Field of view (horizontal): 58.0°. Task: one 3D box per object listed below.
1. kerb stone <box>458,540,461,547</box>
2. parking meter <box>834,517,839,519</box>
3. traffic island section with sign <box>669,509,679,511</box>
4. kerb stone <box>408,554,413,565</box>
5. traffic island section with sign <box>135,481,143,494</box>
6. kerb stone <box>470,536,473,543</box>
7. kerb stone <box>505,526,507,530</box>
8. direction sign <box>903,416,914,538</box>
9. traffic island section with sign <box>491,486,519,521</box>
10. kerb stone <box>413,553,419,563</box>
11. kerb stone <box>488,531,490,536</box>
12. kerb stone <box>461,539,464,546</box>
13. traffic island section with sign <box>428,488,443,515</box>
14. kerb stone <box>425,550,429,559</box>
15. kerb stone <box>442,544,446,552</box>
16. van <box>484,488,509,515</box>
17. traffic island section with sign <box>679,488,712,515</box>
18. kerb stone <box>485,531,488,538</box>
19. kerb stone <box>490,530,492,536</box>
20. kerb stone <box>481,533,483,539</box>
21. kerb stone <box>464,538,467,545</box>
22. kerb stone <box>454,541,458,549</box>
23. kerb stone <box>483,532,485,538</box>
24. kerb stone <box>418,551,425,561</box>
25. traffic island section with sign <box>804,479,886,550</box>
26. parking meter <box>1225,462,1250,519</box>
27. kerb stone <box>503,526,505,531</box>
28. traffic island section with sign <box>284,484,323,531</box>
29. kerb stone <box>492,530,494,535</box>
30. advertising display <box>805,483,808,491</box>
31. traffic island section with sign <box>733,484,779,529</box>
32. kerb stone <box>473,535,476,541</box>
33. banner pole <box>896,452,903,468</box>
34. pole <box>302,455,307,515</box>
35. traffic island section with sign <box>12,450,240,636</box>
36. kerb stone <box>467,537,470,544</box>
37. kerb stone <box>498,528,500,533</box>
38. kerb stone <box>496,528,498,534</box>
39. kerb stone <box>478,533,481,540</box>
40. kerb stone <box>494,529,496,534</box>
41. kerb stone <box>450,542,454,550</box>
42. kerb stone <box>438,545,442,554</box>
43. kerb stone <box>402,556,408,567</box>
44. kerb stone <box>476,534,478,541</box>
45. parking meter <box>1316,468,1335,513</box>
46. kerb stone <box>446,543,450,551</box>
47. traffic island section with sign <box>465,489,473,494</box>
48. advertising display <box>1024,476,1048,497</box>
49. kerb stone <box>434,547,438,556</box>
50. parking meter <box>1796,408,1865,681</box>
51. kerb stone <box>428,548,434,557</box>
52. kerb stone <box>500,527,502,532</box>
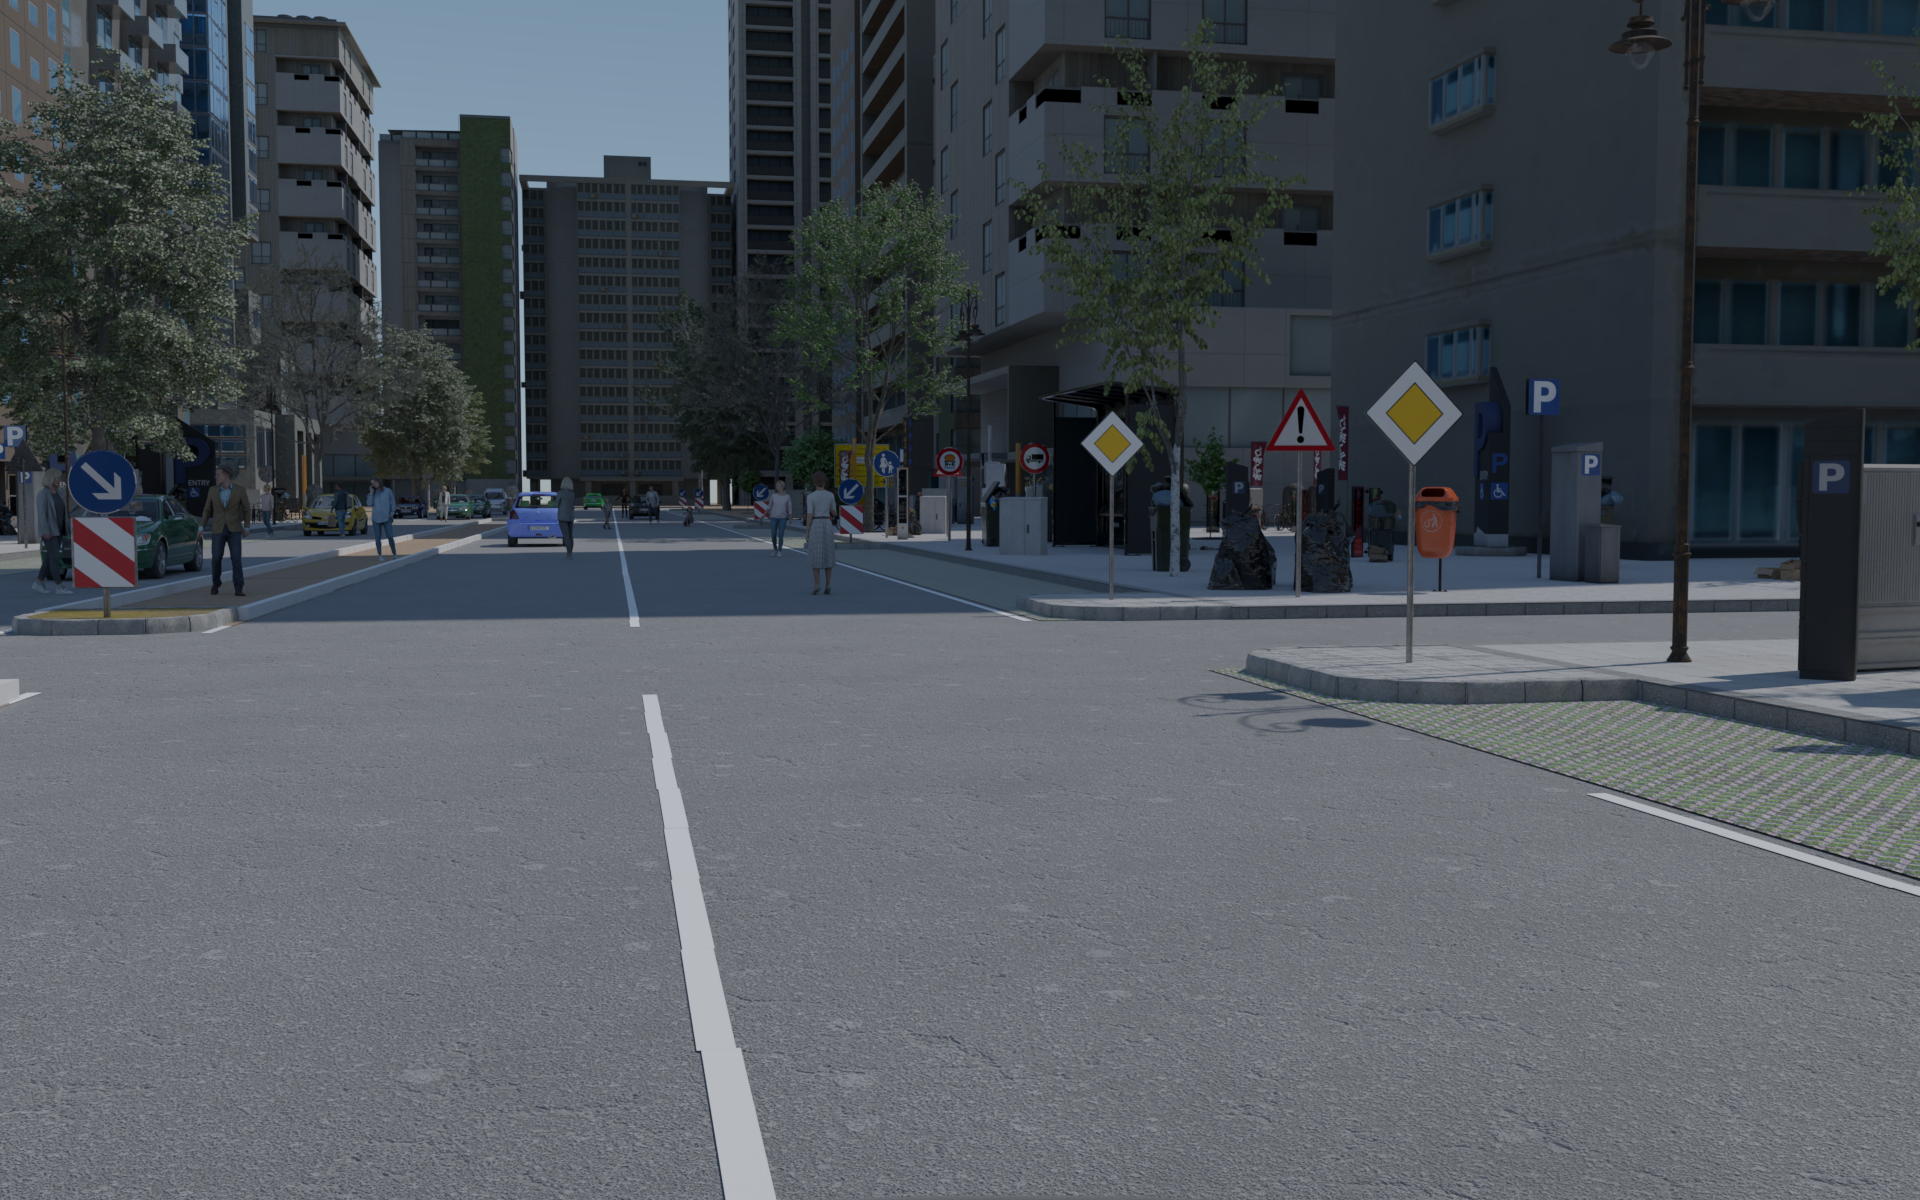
[{"bbox_3d":[-13.495,-1.468,46.208,0.120,0.150,1.000,-1,4,-11],"label":"kerb stone"},{"bbox_3d":[-6.191,-4.840,87.550,0.372,1.533,0.369,0,3,0],"label":"parking meter"},{"bbox_3d":[-23.920,-8.554,148.491,1.989,1.847,2.006,-1,4,-11],"label":"traffic island section with sign"},{"bbox_3d":[-11.265,-0.790,35.154,0.120,0.150,1.000,-1,4,-11],"label":"kerb stone"},{"bbox_3d":[-20.105,-2.023,41.698,1.989,1.847,2.006,-1,4,-11],"label":"traffic island section with sign"},{"bbox_3d":[-14.300,-1.715,50.235,0.120,0.150,1.000,-1,4,-11],"label":"kerb stone"},{"bbox_3d":[-17.551,-2.700,66.338,0.120,0.150,1.000,-1,4,-11],"label":"kerb stone"},{"bbox_3d":[-1.524,-3.587,50.643,0.379,3.537,0.876,-1,4,-18],"label":"direction sign"},{"bbox_3d":[-23.852,-5.138,92.146,2.006,1.907,1.989,-1,4,-11],"label":"traffic island section with sign"},{"bbox_3d":[-11.456,-0.854,36.159,0.120,0.150,1.000,-1,4,-11],"label":"kerb stone"},{"bbox_3d":[-15.724,-2.146,57.289,0.120,0.150,1.000,-1,4,-11],"label":"kerb stone"},{"bbox_3d":[-13.688,-1.530,47.215,0.120,0.150,1.000,-1,4,-11],"label":"kerb stone"},{"bbox_3d":[-35.522,-6.689,117.987,1.989,1.847,2.006,-1,4,-11],"label":"traffic island section with sign"},{"bbox_3d":[-11.867,-0.977,38.162,0.120,0.150,1.000,-1,4,-11],"label":"kerb stone"},{"bbox_3d":[-12.679,-1.222,42.170,0.120,0.150,1.000,-1,4,-11],"label":"kerb stone"},{"bbox_3d":[-32.105,-6.875,119.425,2.013,2.044,4.112,-1,4,-13],"label":"van"},{"bbox_3d":[-18.449,-6.900,121.450,1.989,1.847,2.006,-1,4,-11],"label":"traffic island section with sign"},{"bbox_3d":[-15.526,-2.084,56.269,0.120,0.150,1.000,-1,4,-11],"label":"kerb stone"},{"bbox_3d":[-15.930,-2.208,58.293,0.120,0.150,1.000,-1,4,-11],"label":"kerb stone"},{"bbox_3d":[-15.114,-1.961,54.260,0.120,0.150,1.000,-1,4,-11],"label":"kerb stone"},{"bbox_3d":[-13.894,-1.588,48.217,0.120,0.150,1.000,-1,4,-11],"label":"kerb stone"},{"bbox_3d":[-13.287,-1.402,45.208,0.120,0.150,1.000,-1,4,-11],"label":"kerb stone"},{"bbox_3d":[-15.325,-2.019,55.261,0.120,0.150,1.000,-1,4,-11],"label":"kerb stone"},{"bbox_3d":[-11.659,-0.915,37.161,0.120,0.150,1.000,-1,4,-11],"label":"kerb stone"},{"bbox_3d":[-3.057,-2.242,45.280,1.989,1.847,2.006,-1,4,-11],"label":"traffic island section with sign"},{"bbox_3d":[5.005,-1.561,31.234,0.399,1.863,0.255,0,4,-5],"label":"parking meter"},{"bbox_3d":[-17.353,-2.639,65.335,0.120,0.150,1.000,-1,4,-11],"label":"kerb stone"},{"bbox_3d":[-25.505,-3.656,68.403,1.989,1.847,2.006,-1,4,-11],"label":"traffic island section with sign"},{"bbox_3d":[-16.139,-2.269,59.296,0.120,0.150,1.000,-1,4,-11],"label":"kerb stone"},{"bbox_3d":[-8.305,-5.477,94.755,0.123,1.923,0.974,-1,4,-20],"label":"advertising display"},{"bbox_3d":[-8.396,-3.858,71.704,1.989,1.847,2.006,-1,4,-11],"label":"traffic island section with sign"},{"bbox_3d":[-14.510,-1.776,51.243,0.120,0.150,1.000,-1,4,-11],"label":"kerb stone"},{"bbox_3d":[-2.887,-6.087,89.543,0.863,3.779,0.401,0,4,-6],"label":"banner pole"},{"bbox_3d":[-34.264,-5.914,90.529,0.158,3.312,0.155,0,3,0],"label":"pole"},{"bbox_3d":[-8.955,-0.633,18.493,2.006,1.907,1.989,-1,4,-11],"label":"traffic island section with sign"},{"bbox_3d":[-14.099,-1.653,49.233,0.120,0.150,1.000,-1,4,-11],"label":"kerb stone"},{"bbox_3d":[-16.742,-2.452,62.324,0.120,0.150,1.000,-1,4,-11],"label":"kerb stone"},{"bbox_3d":[-16.548,-2.393,61.320,0.120,0.150,1.000,-1,4,-11],"label":"kerb stone"},{"bbox_3d":[-14.912,-1.900,53.257,0.120,0.150,1.000,-1,4,-11],"label":"kerb stone"},{"bbox_3d":[-16.336,-2.329,60.309,0.120,0.150,1.000,-1,4,-11],"label":"kerb stone"},{"bbox_3d":[-13.086,-1.345,44.190,0.120,0.150,1.000,-1,4,-11],"label":"kerb stone"},{"bbox_3d":[-12.476,-1.159,41.168,0.120,0.150,1.000,-1,4,-11],"label":"kerb stone"},{"bbox_3d":[-11.049,-0.726,34.136,0.120,0.150,1.000,-1,4,-11],"label":"kerb stone"},{"bbox_3d":[-14.719,-1.837,52.249,0.120,0.150,1.000,-1,4,-11],"label":"kerb stone"},{"bbox_3d":[8.329,-2.068,39.519,0.255,1.863,0.399,-2,4,-28],"label":"parking meter"},{"bbox_3d":[-12.883,-1.283,43.172,0.120,0.150,1.000,-1,4,-11],"label":"kerb stone"},{"bbox_3d":[-40.901,-8.313,144.553,1.989,1.847,2.006,-1,4,-11],"label":"traffic island section with sign"},{"bbox_3d":[2.687,-3.439,61.444,0.974,1.923,0.123,3,5,41],"label":"advertising display"},{"bbox_3d":[-12.268,-1.099,40.167,0.120,0.150,1.000,-1,4,-11],"label":"kerb stone"},{"bbox_3d":[6.011,-0.384,11.992,0.399,1.863,0.255,2,4,31],"label":"parking meter"},{"bbox_3d":[-12.060,-1.038,39.166,0.120,0.150,1.000,-1,4,-11],"label":"kerb stone"},{"bbox_3d":[-16.948,-2.516,63.325,0.120,0.150,1.000,-1,4,-11],"label":"kerb stone"}]
